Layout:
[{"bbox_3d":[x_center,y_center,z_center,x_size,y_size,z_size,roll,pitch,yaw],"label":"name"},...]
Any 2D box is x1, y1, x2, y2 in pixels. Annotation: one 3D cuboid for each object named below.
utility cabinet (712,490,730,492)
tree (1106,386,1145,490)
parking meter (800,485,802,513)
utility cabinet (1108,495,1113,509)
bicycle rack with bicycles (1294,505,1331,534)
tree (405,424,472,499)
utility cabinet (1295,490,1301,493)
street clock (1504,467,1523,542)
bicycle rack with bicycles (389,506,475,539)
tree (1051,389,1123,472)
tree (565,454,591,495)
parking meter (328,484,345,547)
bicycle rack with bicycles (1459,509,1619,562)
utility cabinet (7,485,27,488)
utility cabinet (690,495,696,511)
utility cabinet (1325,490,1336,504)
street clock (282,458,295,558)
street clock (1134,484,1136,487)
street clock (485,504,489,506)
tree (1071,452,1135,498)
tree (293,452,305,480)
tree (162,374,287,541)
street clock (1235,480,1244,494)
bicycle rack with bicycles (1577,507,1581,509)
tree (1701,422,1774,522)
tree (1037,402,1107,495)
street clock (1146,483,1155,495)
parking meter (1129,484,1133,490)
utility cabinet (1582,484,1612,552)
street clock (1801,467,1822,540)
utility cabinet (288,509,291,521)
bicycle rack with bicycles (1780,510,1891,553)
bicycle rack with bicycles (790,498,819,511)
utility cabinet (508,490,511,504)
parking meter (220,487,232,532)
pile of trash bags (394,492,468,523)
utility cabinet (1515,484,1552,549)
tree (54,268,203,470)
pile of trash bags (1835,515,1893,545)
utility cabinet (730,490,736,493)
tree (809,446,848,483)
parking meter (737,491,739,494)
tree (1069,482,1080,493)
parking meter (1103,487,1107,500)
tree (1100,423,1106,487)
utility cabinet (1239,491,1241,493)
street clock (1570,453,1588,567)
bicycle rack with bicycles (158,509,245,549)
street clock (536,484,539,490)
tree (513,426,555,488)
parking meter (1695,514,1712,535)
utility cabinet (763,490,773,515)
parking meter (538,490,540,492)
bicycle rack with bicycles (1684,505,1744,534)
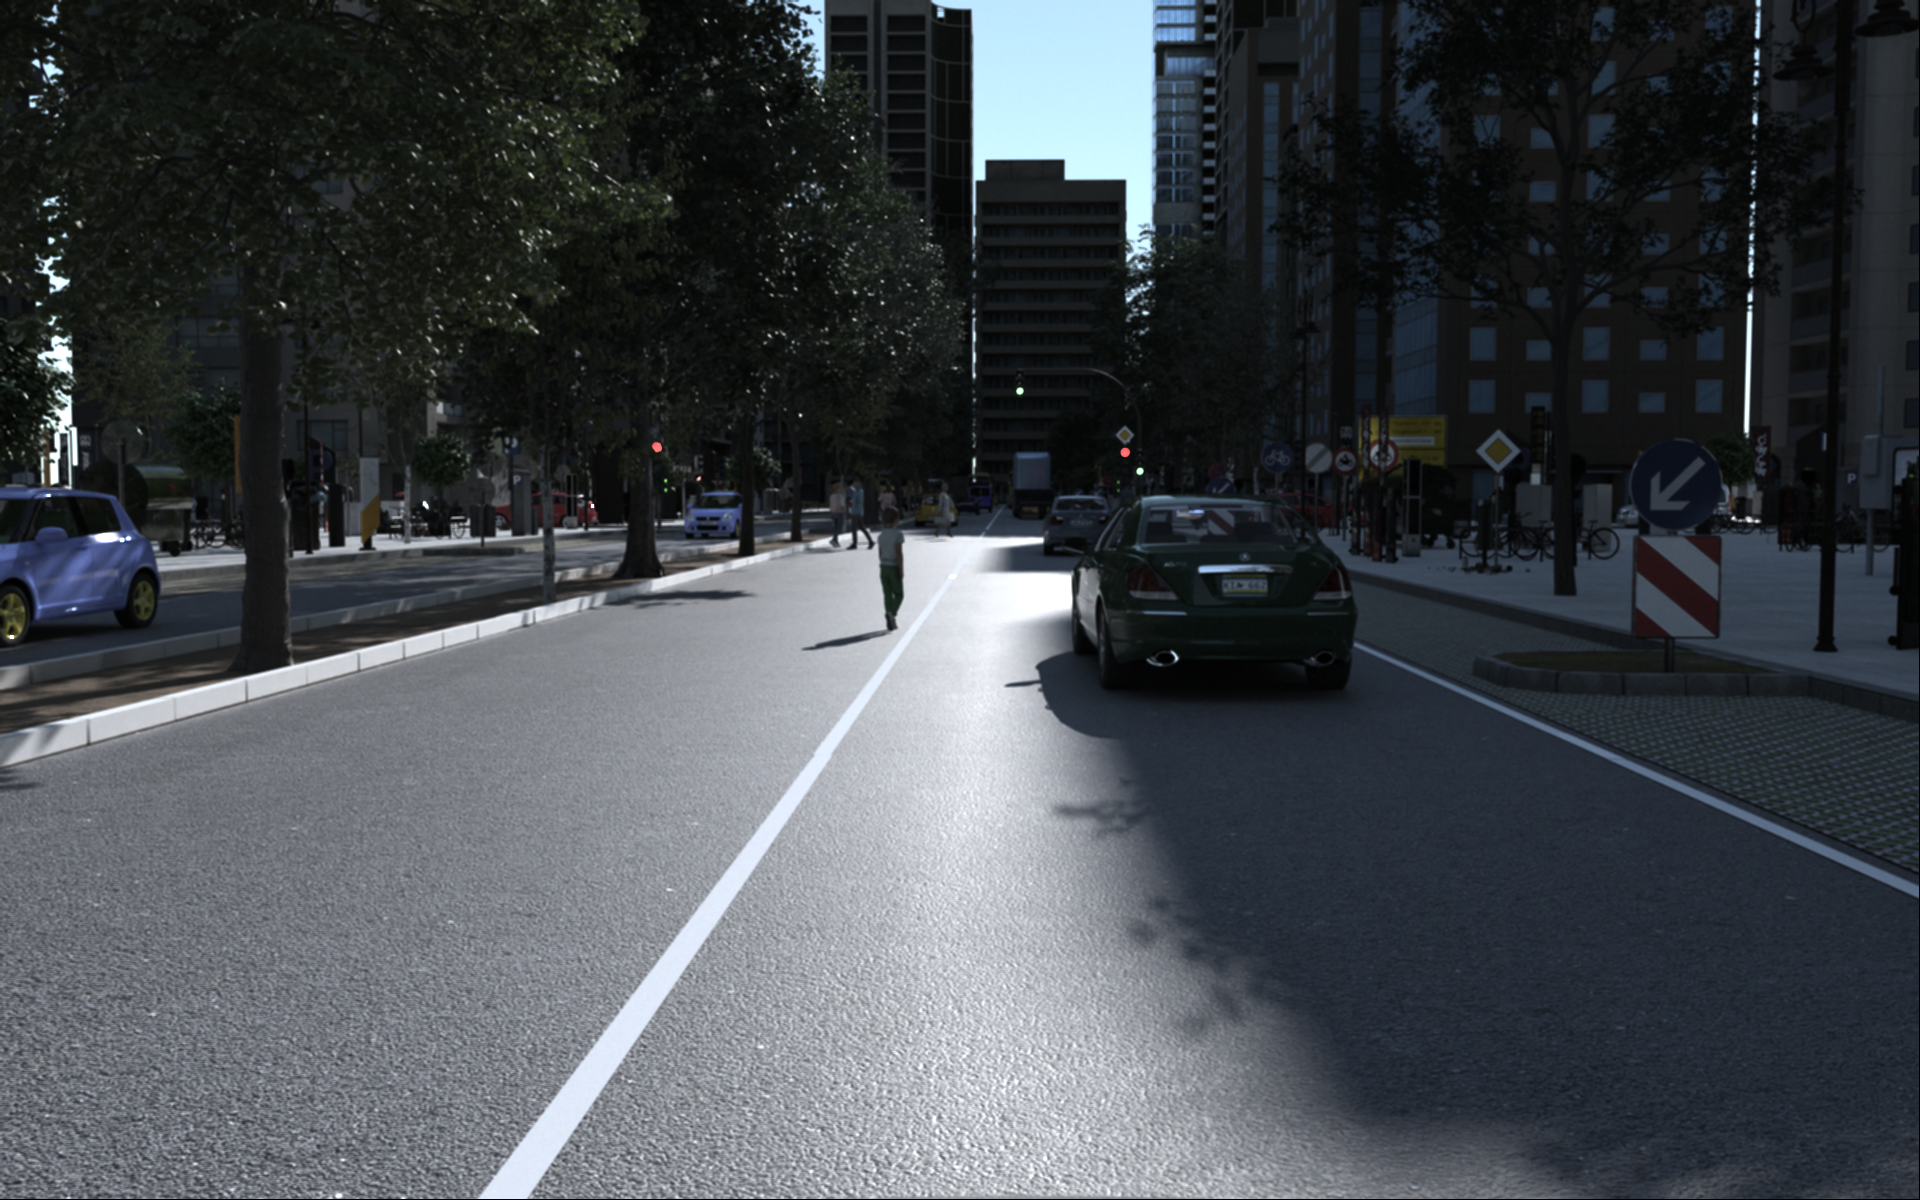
[{"bbox_3d":[-13.256,-5.302,95.371,0.318,1.500,1.173,2,4,26],"label":"utility cabinet"},{"bbox_3d":[10.018,-8.648,91.755,4.360,8.622,3.978,0,3,0],"label":"tree"},{"bbox_3d":[-10.944,-6.832,117.410,0.399,1.863,0.255,0,4,6],"label":"parking meter"},{"bbox_3d":[11.326,-7.496,133.721,1.020,1.237,0.306,1,4,14],"label":"utility cabinet"},{"bbox_3d":[10.687,-2.616,56.161,2.925,0.926,2.852,0,4,-4],"label":"bicycle rack with bicycles"},{"bbox_3d":[-24.468,-5.982,81.525,4.285,4.588,4.351,0,3,0],"label":"tree"},{"bbox_3d":[18.267,-5.158,93.016,0.318,1.500,1.173,2,4,24],"label":"utility cabinet"},{"bbox_3d":[14.889,-2.574,46.659,0.471,2.002,0.358,-2,4,-28],"label":"street clock"},{"bbox_3d":[-15.403,-2.236,49.941,2.852,0.926,2.925,0,4,7],"label":"bicycle rack with bicycles"},{"bbox_3d":[12.187,-13.432,154.023,8.767,10.594,7.601,-1,4,-19],"label":"tree"},{"bbox_3d":[-18.373,-5.429,83.359,1.663,3.219,1.824,0,3,0],"label":"tree"},{"bbox_3d":[-15.186,-2.066,42.190,0.372,1.533,0.369,0,3,0],"label":"parking meter"},{"bbox_3d":[11.096,-1.274,34.209,2.852,0.926,2.925,-3,5,-40],"label":"bicycle rack with bicycles"},{"bbox_3d":[-22.666,-1.969,40.870,0.318,1.500,1.173,3,5,41],"label":"utility cabinet"},{"bbox_3d":[-12.560,-4.424,83.490,0.306,1.237,1.020,2,4,35],"label":"utility cabinet"},{"bbox_3d":[22.676,-5.874,104.718,1.173,1.500,0.318,2,4,31],"label":"utility cabinet"},{"bbox_3d":[-13.502,-1.841,34.676,0.358,2.002,0.471,0,4,2],"label":"street clock"},{"bbox_3d":[12.767,-7.389,125.386,0.471,2.002,0.358,0,4,-1],"label":"street clock"},{"bbox_3d":[-24.139,-5.127,88.391,0.358,2.002,0.471,3,5,44],"label":"street clock"},{"bbox_3d":[11.312,-8.845,128.322,4.285,4.588,4.351,0,3,0],"label":"tree"},{"bbox_3d":[-30.328,-5.234,80.175,1.663,3.219,1.824,0,3,0],"label":"tree"},{"bbox_3d":[-20.129,-3.904,47.539,4.285,4.588,4.351,0,3,0],"label":"tree"},{"bbox_3d":[14.682,-5.302,91.263,0.471,2.002,0.358,2,4,34],"label":"street clock"},{"bbox_3d":[17.418,-2.239,49.991,2.852,0.926,2.925,2,4,35],"label":"bicycle rack with bicycles"},{"bbox_3d":[34.983,-5.810,78.708,4.285,4.588,4.351,0,3,0],"label":"tree"},{"bbox_3d":[13.893,-18.240,215.232,9.611,12.733,9.660,0,3,0],"label":"tree"},{"bbox_3d":[10.946,-5.798,99.369,0.471,2.002,0.358,2,4,35],"label":"street clock"},{"bbox_3d":[9.813,-5.783,100.271,0.399,1.863,0.255,3,5,39],"label":"parking meter"},{"bbox_3d":[14.179,-1.828,38.570,0.318,1.500,1.173,3,4,36],"label":"utility cabinet"},{"bbox_3d":[22.699,-2.549,46.242,0.358,2.002,0.471,-2,4,-25],"label":"street clock"},{"bbox_3d":[-24.037,-3.104,61.915,0.306,1.237,1.020,-1,4,-18],"label":"utility cabinet"},{"bbox_3d":[19.481,-1.547,38.678,2.925,0.926,2.852,-2,4,-26],"label":"bicycle rack with bicycles"},{"bbox_3d":[-13.048,-7.973,143.739,2.925,0.926,2.852,-2,4,-28],"label":"bicycle rack with bicycles"},{"bbox_3d":[-25.956,-5.692,101.745,0.318,1.500,1.173,3,5,40],"label":"utility cabinet"},{"bbox_3d":[-24.791,-3.063,58.490,0.372,1.533,0.369,0,3,0],"label":"parking meter"},{"bbox_3d":[-23.620,-4.099,76.766,1.912,1.369,3.447,2,4,31],"label":"pile of trash bags"},{"bbox_3d":[13.413,-1.945,40.479,0.318,1.500,1.173,-1,4,-9],"label":"utility cabinet"},{"bbox_3d":[-24.218,-6.154,50.979,4.737,8.622,4.395,0,3,0],"label":"tree"},{"bbox_3d":[24.258,-2.134,44.644,3.447,1.369,1.912,-1,4,-15],"label":"pile of trash bags"},{"bbox_3d":[-13.007,-5.393,96.855,0.318,1.500,1.173,-3,5,-41],"label":"utility cabinet"},{"bbox_3d":[-10.412,-13.689,158.221,7.601,10.594,8.767,0,4,4],"label":"tree"},{"bbox_3d":[-17.757,-7.896,137.515,0.372,1.533,0.369,0,3,0],"label":"parking meter"},{"bbox_3d":[13.239,-12.492,198.851,1.663,3.219,1.824,0,3,0],"label":"tree"},{"bbox_3d":[10.276,-7.188,123.235,0.399,1.863,0.255,-2,4,-27],"label":"parking meter"},{"bbox_3d":[10.162,-9.412,104.242,4.360,8.622,3.978,0,3,0],"label":"tree"},{"bbox_3d":[16.085,-5.629,100.715,0.318,1.500,1.173,1,4,20],"label":"utility cabinet"},{"bbox_3d":[10.822,-1.594,30.633,0.471,2.002,0.358,2,4,28],"label":"street clock"},{"bbox_3d":[-17.373,-1.671,40.697,2.925,0.926,2.852,-1,4,-8],"label":"bicycle rack with bicycles"},{"bbox_3d":[-26.639,-6.382,108.908,0.358,2.002,0.471,0,4,4],"label":"street clock"},{"bbox_3d":[-25.223,-9.428,104.516,4.360,8.622,3.978,0,3,0],"label":"tree"},{"bbox_3d":[18.629,-2.139,43.378,0.372,1.533,0.369,0,3,0],"label":"parking meter"},{"bbox_3d":[-11.670,-5.900,105.143,0.318,1.500,1.173,1,4,9],"label":"utility cabinet"},{"bbox_3d":[-23.568,-5.389,96.519,0.372,1.533,0.369,0,3,0],"label":"parking meter"},{"bbox_3d":[24.830,-2.605,55.972,2.925,0.926,2.852,2,4,30],"label":"bicycle rack with bicycles"}]
